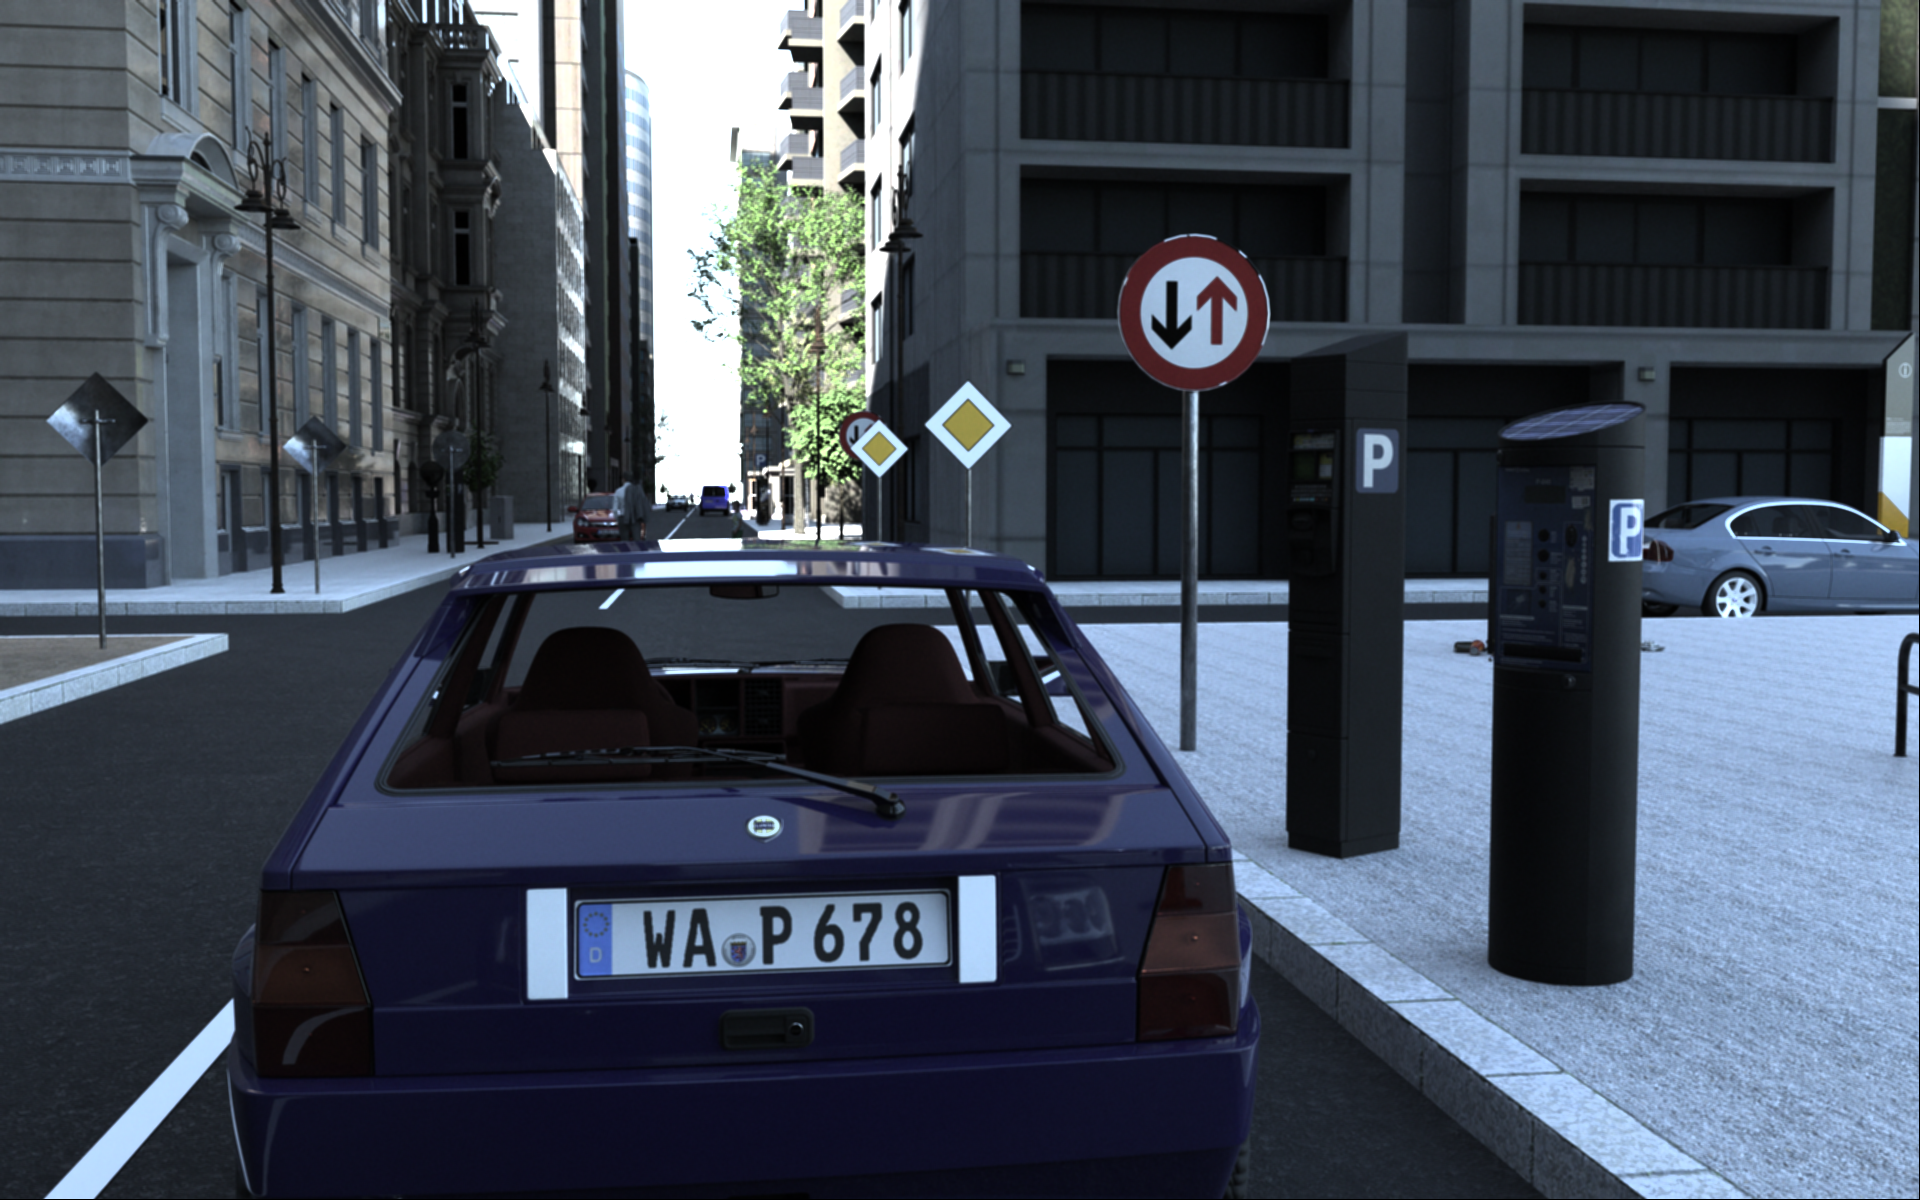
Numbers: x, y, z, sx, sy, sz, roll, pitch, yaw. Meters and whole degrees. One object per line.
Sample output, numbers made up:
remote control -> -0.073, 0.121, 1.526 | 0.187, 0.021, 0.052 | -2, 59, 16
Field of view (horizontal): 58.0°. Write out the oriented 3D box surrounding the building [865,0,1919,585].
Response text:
building -> 9.138, -36.409, 33.543 | 20.611, 71.187, 20.563 | -1, 4, -8

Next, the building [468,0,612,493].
building -> -28.281, -25.581, 101.849 | 14.154, 41.232, 14.086 | -1, 4, -8

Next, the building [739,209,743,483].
building -> -16.116, -34.285, 215.177 | 22.147, 44.769, 28.867 | -1, 4, -8

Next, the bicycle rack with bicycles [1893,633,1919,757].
bicycle rack with bicycles -> 5.474, 0.356, 7.562 | 2.852, 0.926, 2.925 | 1, 4, 11

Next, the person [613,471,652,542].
person -> -5.776, -1.340, 30.513 | 0.679, 1.850, 0.850 | -1, 4, -16

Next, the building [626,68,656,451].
building -> -52.567, -42.388, 235.040 | 21.231, 58.520, 28.212 | -1, 4, -8

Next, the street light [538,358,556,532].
street light -> -14.053, -5.277, 59.068 | 0.468, 5.910, 1.993 | -1, 4, -8

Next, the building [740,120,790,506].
building -> -17.369, -31.183, 193.441 | 14.154, 41.232, 14.086 | -1, 4, -8

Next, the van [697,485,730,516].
van -> -16.565, -6.861, 116.557 | 2.240, 2.365, 5.245 | -1, 4, -9

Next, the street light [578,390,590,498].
street light -> -16.718, -6.380, 77.105 | 0.468, 5.910, 1.993 | -1, 4, -8

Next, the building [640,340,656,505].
building -> -50.836, -22.136, 206.962 | 27.650, 21.520, 28.899 | -1, 4, -8

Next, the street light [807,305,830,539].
street light -> -3.478, -4.265, 42.525 | 0.468, 5.910, 1.993 | -1, 4, -8

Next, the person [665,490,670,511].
person -> -24.531, -8.382, 146.068 | 0.721, 1.766, 1.217 | 2, 4, 27

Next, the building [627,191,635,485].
building -> -36.151, -23.187, 150.801 | 14.160, 30.474, 14.107 | -1, 4, -8

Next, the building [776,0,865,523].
building -> 2.470, -26.247, 83.769 | 22.147, 44.769, 28.867 | -1, 4, -8

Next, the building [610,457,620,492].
building -> -34.181, -41.550, 117.595 | 20.563, 71.187, 20.611 | -1, 4, -8

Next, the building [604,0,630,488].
building -> -33.456, -29.721, 136.046 | 14.600, 45.320, 14.200 | -1, 4, -8

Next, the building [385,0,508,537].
building -> -22.961, -14.635, 58.364 | 14.460, 24.649, 34.723 | -1, 4, -8

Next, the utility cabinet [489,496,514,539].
utility cabinet -> -13.076, -2.337, 49.376 | 0.306, 1.237, 1.020 | -3, 4, -38

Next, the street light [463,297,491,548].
street light -> -11.362, -4.165, 40.884 | 0.468, 5.910, 1.993 | -1, 4, -8

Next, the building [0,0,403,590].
building -> -18.540, -15.004, 31.225 | 13.634, 28.700, 20.117 | -1, 4, -8

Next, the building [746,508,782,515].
building -> -0.776, -27.267, 137.697 | 32.217, 40.220, 23.993 | -1, 4, -8

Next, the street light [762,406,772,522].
street light -> -8.806, -6.510, 79.223 | 0.468, 5.910, 1.993 | -1, 4, -8

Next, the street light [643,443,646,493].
street light -> -27.923, -11.041, 153.300 | 0.468, 5.910, 1.993 | -1, 4, -8

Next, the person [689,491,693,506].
person -> -33.222, -12.556, 213.884 | 0.705, 1.812, 1.348 | -3, 5, -40

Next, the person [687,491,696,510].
person -> -23.453, -8.703, 151.739 | 0.756, 1.711, 0.436 | 1, 4, 16

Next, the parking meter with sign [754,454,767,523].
parking meter with sign -> -8.722, -4.883, 76.099 | 0.543, 3.016, 1.738 | 0, 4, -5

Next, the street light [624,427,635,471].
street light -> -22.324, -8.781, 116.353 | 0.468, 5.910, 1.993 | -1, 4, -8

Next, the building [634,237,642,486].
building -> -41.749, -25.359, 186.320 | 14.160, 30.474, 14.107 | -1, 4, -8

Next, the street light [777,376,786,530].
street light -> -6.254, -5.406, 61.170 | 0.468, 5.910, 1.993 | -1, 4, -8

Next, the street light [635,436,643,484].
street light -> -25.107, -9.883, 134.373 | 0.468, 5.910, 1.993 | -1, 4, -8

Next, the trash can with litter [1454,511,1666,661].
trash can with litter -> 4.890, -0.178, 13.961 | 2.233, 1.210, 1.678 | -1, 4, -20

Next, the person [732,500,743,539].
person -> -4.809, -1.516, 37.540 | 0.306, 1.304, 0.590 | 2, 4, 24

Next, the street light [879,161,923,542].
street light -> -0.840, -3.162, 24.484 | 0.468, 5.910, 1.993 | -1, 4, -8

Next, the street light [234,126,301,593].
street light -> -8.852, -3.027, 22.287 | 0.468, 5.910, 1.993 | -1, 4, -8

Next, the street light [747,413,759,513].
street light -> -11.810, -7.747, 99.447 | 0.468, 5.910, 1.993 | -1, 4, -8

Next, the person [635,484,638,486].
person -> -11.575, -3.230, 61.666 | 0.721, 1.781, 0.623 | -1, 4, -20

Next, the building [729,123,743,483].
building -> -17.685, -40.013, 243.451 | 28.713, 52.752, 27.495 | -1, 4, -8

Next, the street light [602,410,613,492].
street light -> -19.834, -7.662, 98.055 | 0.468, 5.910, 1.993 | -1, 4, -8

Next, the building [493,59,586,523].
building -> -24.203, -14.042, 84.331 | 10.420, 20.320, 16.860 | -1, 4, -8
